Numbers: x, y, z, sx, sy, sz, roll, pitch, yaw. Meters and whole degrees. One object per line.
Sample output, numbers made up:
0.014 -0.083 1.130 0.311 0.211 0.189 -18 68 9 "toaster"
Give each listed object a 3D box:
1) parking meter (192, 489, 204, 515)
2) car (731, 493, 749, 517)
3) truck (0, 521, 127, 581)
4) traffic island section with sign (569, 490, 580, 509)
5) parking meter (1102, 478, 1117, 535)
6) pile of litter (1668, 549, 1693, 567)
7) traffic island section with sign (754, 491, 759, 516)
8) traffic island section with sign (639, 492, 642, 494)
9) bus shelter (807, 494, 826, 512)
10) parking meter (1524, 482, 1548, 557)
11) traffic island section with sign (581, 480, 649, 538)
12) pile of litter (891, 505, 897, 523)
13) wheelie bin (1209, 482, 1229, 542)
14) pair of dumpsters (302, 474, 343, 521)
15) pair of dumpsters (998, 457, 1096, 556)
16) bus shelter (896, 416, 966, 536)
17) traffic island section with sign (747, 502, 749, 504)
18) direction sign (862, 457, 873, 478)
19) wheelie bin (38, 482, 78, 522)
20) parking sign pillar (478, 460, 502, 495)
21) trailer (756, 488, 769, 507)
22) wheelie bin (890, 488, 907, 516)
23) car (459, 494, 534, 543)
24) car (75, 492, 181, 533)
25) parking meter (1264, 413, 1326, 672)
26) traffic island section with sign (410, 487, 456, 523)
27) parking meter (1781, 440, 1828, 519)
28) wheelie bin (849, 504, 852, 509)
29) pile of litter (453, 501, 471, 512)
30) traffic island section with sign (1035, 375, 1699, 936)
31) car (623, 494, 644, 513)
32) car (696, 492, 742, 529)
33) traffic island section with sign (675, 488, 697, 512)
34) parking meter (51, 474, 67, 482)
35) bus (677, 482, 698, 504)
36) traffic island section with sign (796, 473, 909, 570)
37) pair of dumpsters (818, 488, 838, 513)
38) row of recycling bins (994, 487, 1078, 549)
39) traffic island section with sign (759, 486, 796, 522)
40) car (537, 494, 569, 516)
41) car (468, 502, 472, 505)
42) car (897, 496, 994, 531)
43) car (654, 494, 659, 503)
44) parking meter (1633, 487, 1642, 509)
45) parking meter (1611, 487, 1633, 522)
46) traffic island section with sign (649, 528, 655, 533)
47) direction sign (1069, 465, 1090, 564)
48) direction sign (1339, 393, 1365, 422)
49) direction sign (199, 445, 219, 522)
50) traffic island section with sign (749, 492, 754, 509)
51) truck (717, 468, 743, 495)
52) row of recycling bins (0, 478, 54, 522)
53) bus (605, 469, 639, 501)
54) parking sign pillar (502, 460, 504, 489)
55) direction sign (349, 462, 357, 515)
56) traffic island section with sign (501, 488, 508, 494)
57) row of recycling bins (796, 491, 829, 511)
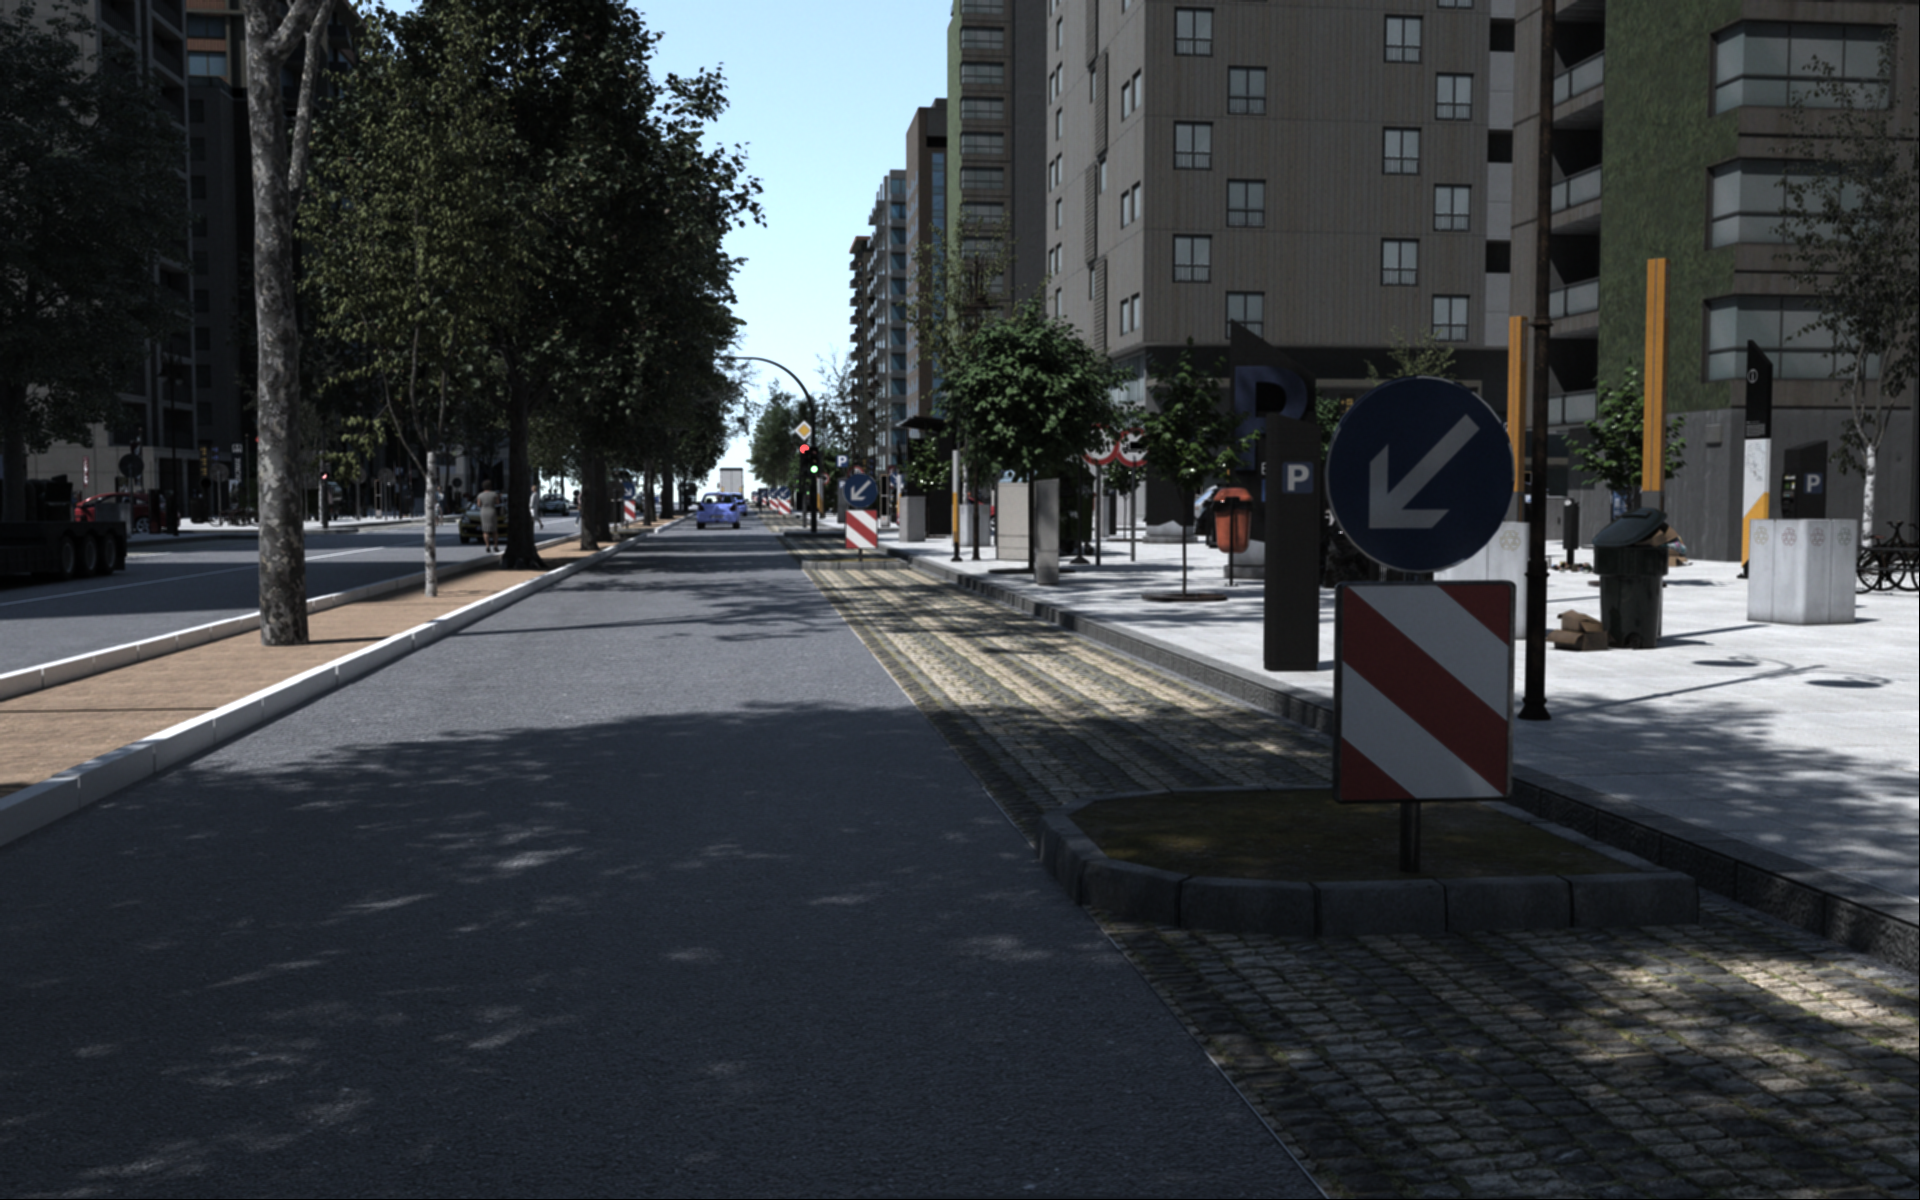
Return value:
-41.696 -5.271 94.588 0.372 1.533 0.369 0 3 0 "parking meter"
-14.551 -6.221 111.309 1.945 1.707 3.694 0 4 -6 "car"
-14.791 -1.955 21.715 2.967 4.110 18.799 -1 4 -9 "truck"
-36.007 -9.436 162.904 1.989 1.847 2.006 0 4 -7 "traffic island section with sign"
4.660 -2.953 53.996 0.399 1.863 0.255 -1 4 -16 "parking meter"
12.498 -1.044 31.040 1.719 0.858 1.176 -1 4 -22 "pile of litter"
-12.484 -6.509 115.048 1.989 1.847 2.006 0 4 -7 "traffic island section with sign"
-49.872 -16.080 271.527 1.989 1.847 2.006 0 4 -7 "traffic island section with sign"
-10.582 -8.176 124.963 1.731 3.624 6.357 0 4 -7 "bus shelter"
11.630 -1.639 35.206 0.372 1.533 0.369 0 3 0 "parking meter"
-11.465 -3.009 57.341 2.006 1.907 1.989 0 4 -7 "traffic island section with sign"
-2.449 -3.874 77.298 1.176 0.858 1.719 3 4 36 "pile of litter"
7.126 -2.359 46.482 0.693 1.594 0.980 -3 4 -36 "wheelie bin"
-30.962 -4.941 83.275 1.574 2.255 4.437 0 4 -7 "pair of dumpsters"
1.880 -2.153 37.703 1.574 2.255 4.437 0 4 -7 "pair of dumpsters"
-0.915 -3.912 55.242 1.731 3.624 6.357 0 4 -7 "bus shelter"
-22.195 -11.160 191.101 1.989 1.847 2.006 0 4 -7 "traffic island section with sign"
-5.680 -7.020 106.774 0.876 3.537 0.379 1 4 20 "direction sign"
-24.035 -2.343 46.213 0.980 1.594 0.693 -1 4 -15 "wheelie bin"
-36.618 -8.909 134.141 1.447 3.967 1.447 0 4 4 "parking sign pillar"
-19.202 -9.899 168.898 1.471 1.999 3.904 -1 4 -8 "trailer"
-3.198 -5.096 91.225 0.693 1.594 0.980 3 5 43 "wheelie bin"
-13.806 -2.534 51.662 2.015 1.641 3.980 0 4 -5 "car"
-29.530 -3.125 60.128 4.494 1.783 2.155 0 4 -7 "car"
2.430 -0.420 12.583 0.399 1.863 0.255 0 4 -3 "parking meter"
-26.246 -4.755 86.366 1.989 1.847 2.006 0 4 -7 "traffic island section with sign"
9.157 -0.802 18.817 0.399 1.863 0.255 -1 4 -11 "parking meter"
-8.062 -7.238 126.249 0.980 1.594 0.693 -1 4 -17 "wheelie bin"
-35.981 -6.763 124.540 1.719 0.858 1.176 0 4 -2 "pile of litter"
1.340 0.127 6.548 1.989 1.847 2.006 0 4 -7 "traffic island section with sign"
-25.472 -7.628 134.939 2.015 1.641 3.980 0 4 -6 "car"
-10.019 -3.812 71.913 1.945 1.707 3.694 0 4 -6 "car"
-21.912 -8.018 139.225 2.006 1.907 1.989 0 4 -7 "traffic island section with sign"
-26.573 -2.777 51.122 0.255 1.863 0.399 2 4 30 "parking meter"
-40.063 -15.877 254.455 2.948 3.499 13.247 -1 4 -9 "bus"
-2.072 -1.514 33.389 1.989 1.847 2.006 0 4 -7 "traffic island section with sign"
-8.904 -7.020 117.270 1.574 2.255 4.437 0 4 -7 "pair of dumpsters"
1.817 -2.149 42.244 1.069 1.692 3.534 -2 4 -24 "row of recycling bins"
-9.072 -4.867 88.204 1.989 1.847 2.006 0 4 -7 "traffic island section with sign"
-26.451 -6.167 112.622 2.131 1.459 4.920 -1 4 -9 "car"
-23.062 -4.471 85.095 2.014 1.417 4.499 0 4 -6 "car"
-0.058 -3.302 63.020 4.494 1.783 2.155 0 4 -8 "car"
-45.642 -15.265 259.173 1.945 1.707 3.694 0 4 -8 "car"
13.213 -1.696 33.446 0.399 1.863 0.255 2 4 23 "parking meter"
12.324 -1.460 32.277 0.372 1.533 0.369 0 3 0 "parking meter"
-12.393 -3.459 64.690 2.006 1.907 1.989 0 4 -7 "traffic island section with sign"
2.206 -2.433 31.783 0.379 3.537 0.876 3 5 40 "direction sign"
8.953 -2.873 38.965 0.876 3.537 0.379 2 4 25 "direction sign"
-34.729 -5.394 80.196 0.876 3.537 0.379 0 4 -2 "direction sign"
-18.695 -9.482 163.656 1.989 1.847 2.006 0 4 -7 "traffic island section with sign"
-25.254 -12.348 190.795 2.839 4.237 11.283 -1 4 -9 "truck"
-25.288 -2.430 46.840 1.069 1.692 3.534 0 4 -4 "row of recycling bins"
-33.481 -10.993 171.277 2.896 3.916 12.252 0 4 -7 "bus"
-36.669 -9.063 136.645 1.447 3.967 1.447 0 4 -6 "parking sign pillar"
-37.992 -7.120 108.402 0.876 3.537 0.379 2 4 32 "direction sign"
-29.659 -6.390 113.105 1.989 1.847 2.006 0 4 -7 "traffic island section with sign"
-11.547 -7.846 135.389 3.534 1.692 1.069 3 5 43 "row of recycling bins"
